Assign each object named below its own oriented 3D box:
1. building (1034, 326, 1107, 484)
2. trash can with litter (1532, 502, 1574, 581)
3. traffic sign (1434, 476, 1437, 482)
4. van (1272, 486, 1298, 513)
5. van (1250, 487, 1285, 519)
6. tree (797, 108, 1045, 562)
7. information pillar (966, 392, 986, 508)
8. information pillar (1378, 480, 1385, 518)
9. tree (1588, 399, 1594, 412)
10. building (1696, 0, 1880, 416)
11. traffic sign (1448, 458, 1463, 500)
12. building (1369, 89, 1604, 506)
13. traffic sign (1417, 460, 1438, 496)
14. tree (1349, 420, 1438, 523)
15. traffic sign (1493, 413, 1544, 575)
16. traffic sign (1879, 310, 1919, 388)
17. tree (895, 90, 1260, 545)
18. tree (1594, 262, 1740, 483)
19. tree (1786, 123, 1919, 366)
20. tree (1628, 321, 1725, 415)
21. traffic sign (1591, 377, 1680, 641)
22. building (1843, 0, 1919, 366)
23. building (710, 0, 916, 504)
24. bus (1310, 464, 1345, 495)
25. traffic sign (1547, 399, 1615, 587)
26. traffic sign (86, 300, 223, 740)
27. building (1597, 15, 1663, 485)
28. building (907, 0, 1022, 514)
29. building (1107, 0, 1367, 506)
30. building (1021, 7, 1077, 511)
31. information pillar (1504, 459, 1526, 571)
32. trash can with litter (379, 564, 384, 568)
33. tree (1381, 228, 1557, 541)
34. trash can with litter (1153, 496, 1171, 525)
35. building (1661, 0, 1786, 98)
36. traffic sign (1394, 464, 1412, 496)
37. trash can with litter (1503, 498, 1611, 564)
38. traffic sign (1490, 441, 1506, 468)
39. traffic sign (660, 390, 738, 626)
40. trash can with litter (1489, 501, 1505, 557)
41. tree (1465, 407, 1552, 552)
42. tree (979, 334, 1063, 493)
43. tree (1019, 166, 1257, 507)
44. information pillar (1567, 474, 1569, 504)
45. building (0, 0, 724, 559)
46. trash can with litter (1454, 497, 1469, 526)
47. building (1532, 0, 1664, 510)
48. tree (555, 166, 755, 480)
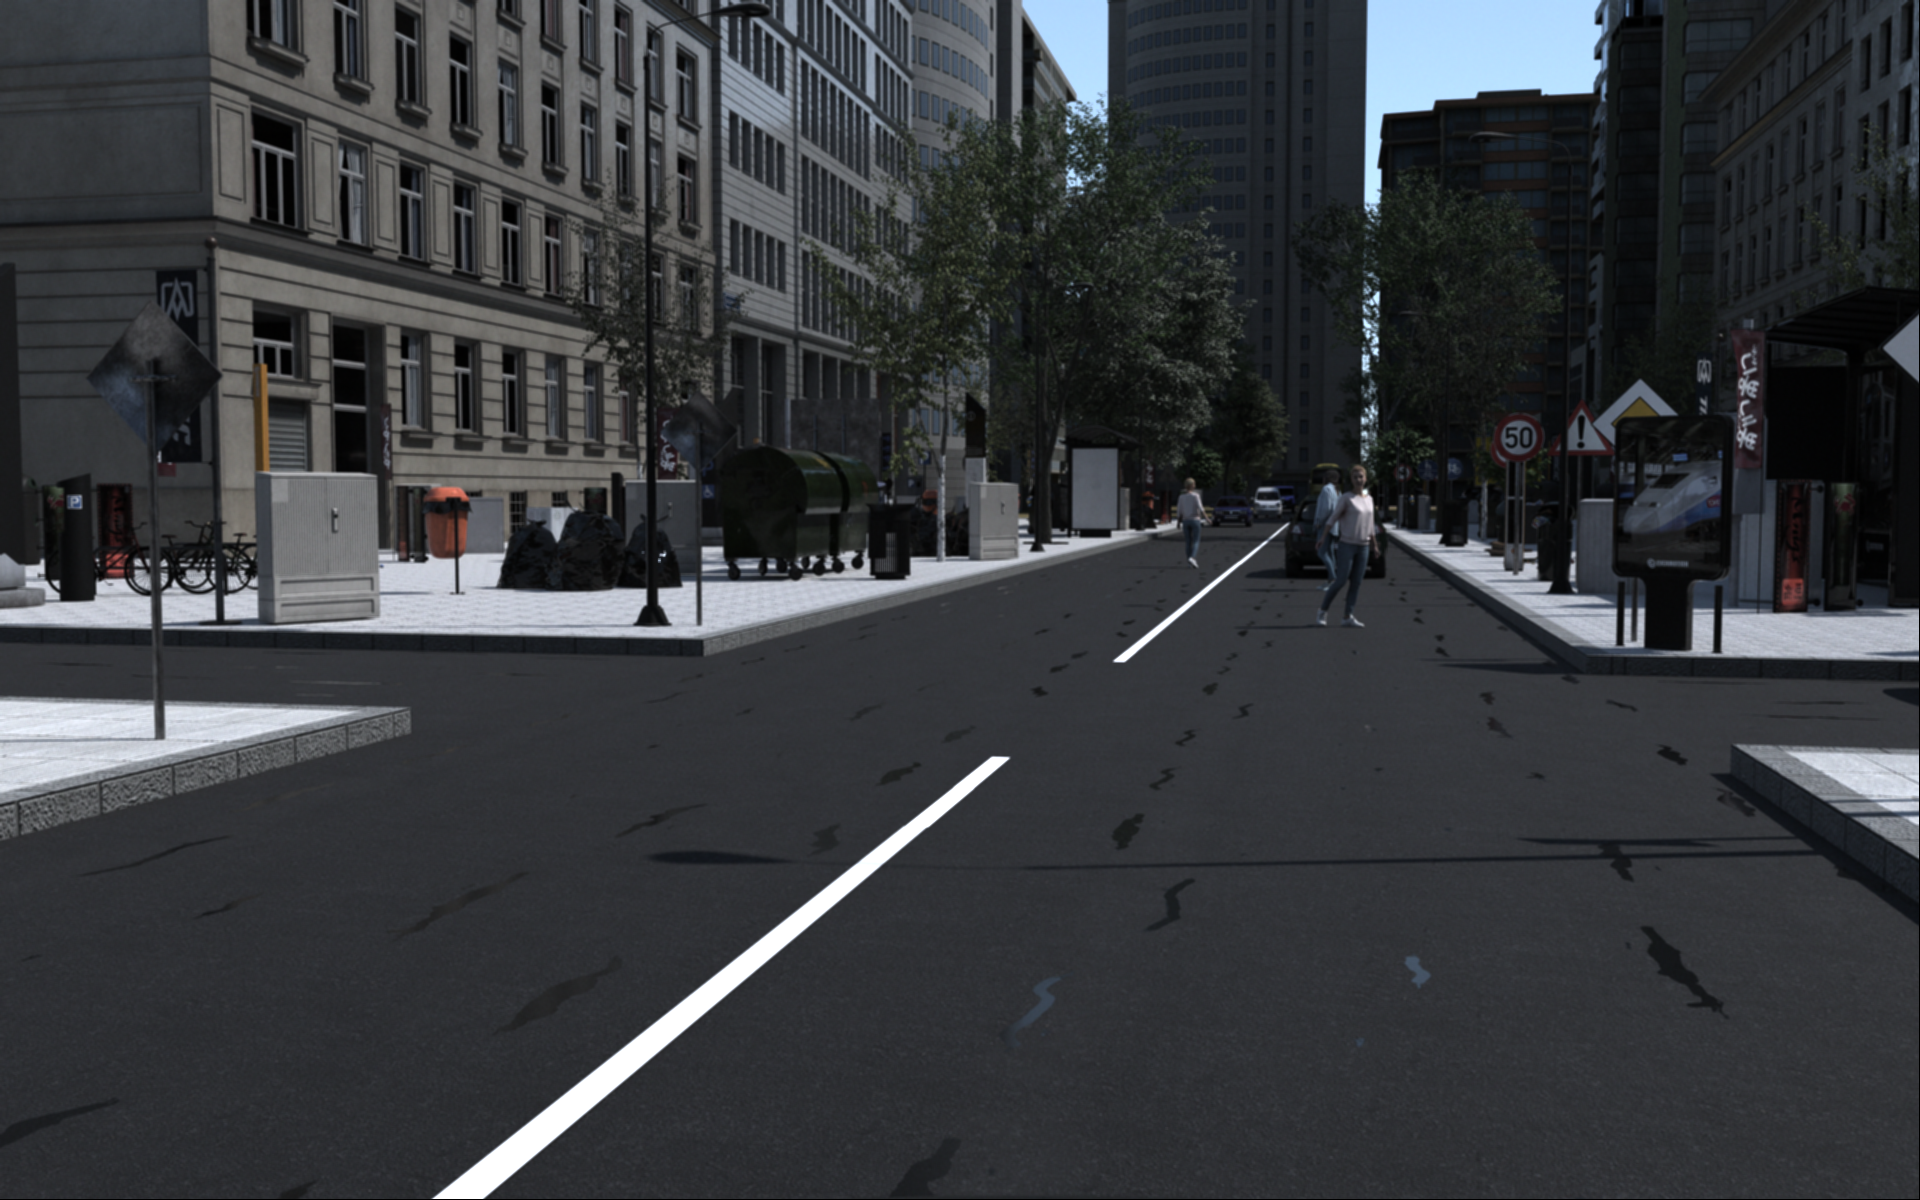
[{"bbox_3d":[3.381,-22.058,205.681,28.899,21.520,27.650,1,4,12],"label":"building"},{"bbox_3d":[8.766,-0.880,25.781,0.624,1.170,1.055,1,4,10],"label":"trash can with litter"},{"bbox_3d":[23.766,-5.227,85.563,0.768,2.556,0.104,1,4,16],"label":"traffic sign"},{"bbox_3d":[24.502,-7.776,131.525,2.240,2.365,5.245,1,4,11],"label":"van"},{"bbox_3d":[18.174,-5.827,102.275,2.013,2.044,4.112,1,4,10],"label":"van"},{"bbox_3d":[-0.589,-5.033,32.660,4.737,8.622,4.395,0,3,0],"label":"tree"},{"bbox_3d":[0.341,-2.947,39.544,0.504,3.616,0.183,2,4,27],"label":"information pillar"},{"bbox_3d":[20.882,-4.972,85.782,0.304,2.012,0.304,2,4,25],"label":"information pillar"},{"bbox_3d":[30.870,-7.834,78.442,4.737,8.622,4.395,0,3,0],"label":"tree"},{"bbox_3d":[40.937,-14.431,69.236,16.112,22.955,30.059,1,4,12],"label":"building"},{"bbox_3d":[17.392,-3.744,61.312,0.768,2.556,0.104,1,4,13],"label":"traffic sign"},{"bbox_3d":[59.156,-32.805,190.979,28.867,44.769,22.147,1,4,12],"label":"building"},{"bbox_3d":[17.270,-3.905,63.953,0.768,2.556,0.104,1,4,17],"label":"traffic sign"},{"bbox_3d":[19.430,-5.646,76.021,4.285,4.588,4.351,0,3,0],"label":"tree"},{"bbox_3d":[8.803,-1.666,27.353,0.768,2.556,0.104,1,4,13],"label":"traffic sign"},{"bbox_3d":[4.225,-0.218,7.213,0.795,2.450,0.064,1,4,12],"label":"traffic sign"},{"bbox_3d":[2.353,-7.251,44.303,9.928,11.665,9.643,0,3,0],"label":"tree"},{"bbox_3d":[23.009,-6.435,55.569,4.737,8.622,4.395,0,3,0],"label":"tree"},{"bbox_3d":[18.358,-5.073,33.300,4.737,8.622,4.395,0,3,0],"label":"tree"},{"bbox_3d":[30.098,-7.474,72.564,4.360,8.622,3.978,0,3,0],"label":"tree"},{"bbox_3d":[5.870,-0.696,15.028,0.795,2.450,0.064,1,4,12],"label":"traffic sign"},{"bbox_3d":[32.291,-11.771,47.202,10.420,20.320,16.860,1,4,12],"label":"building"},{"bbox_3d":[-10.808,-18.357,77.634,11.434,29.767,29.804,1,4,12],"label":"building"},{"bbox_3d":[29.710,-9.093,140.219,2.896,3.916,12.252,1,4,12],"label":"bus"},{"bbox_3d":[8.550,-1.462,23.900,0.884,2.594,0.081,1,4,15],"label":"traffic sign"},{"bbox_3d":[-4.181,-0.327,8.996,0.795,2.450,0.064,1,4,12],"label":"traffic sign"},{"bbox_3d":[47.026,-20.535,107.447,14.160,30.474,14.107,1,4,12],"label":"building"},{"bbox_3d":[-8.852,-34.636,108.304,21.231,58.520,28.212,1,4,12],"label":"building"},{"bbox_3d":[31.144,-40.002,196.027,28.212,58.520,21.231,1,4,12],"label":"building"},{"bbox_3d":[-3.795,-27.425,140.275,23.993,40.220,32.217,1,4,12],"label":"building"},{"bbox_3d":[9.257,-1.493,28.904,0.304,2.012,0.304,1,4,15],"label":"information pillar"},{"bbox_3d":[-10.807,-1.146,29.790,1.678,1.210,2.233,-1,4,-15],"label":"trash can with litter"},{"bbox_3d":[14.178,-5.937,47.427,4.360,8.622,3.978,0,3,0],"label":"tree"},{"bbox_3d":[8.061,-3.812,73.387,1.678,1.210,2.233,-3,4,-38],"label":"trash can with litter"},{"bbox_3d":[45.082,-25.049,93.149,14.154,41.232,14.086,1,4,12],"label":"building"},{"bbox_3d":[18.557,-4.433,72.591,0.768,2.556,0.104,1,4,16],"label":"traffic sign"},{"bbox_3d":[11.108,-1.301,32.330,2.233,1.210,1.678,0,4,1],"label":"trash can with litter"},{"bbox_3d":[11.003,-2.115,34.684,0.768,2.556,0.104,1,4,17],"label":"traffic sign"},{"bbox_3d":[-2.537,-0.805,16.811,0.795,2.450,0.064,1,4,12],"label":"traffic sign"},{"bbox_3d":[11.317,-1.489,35.736,0.624,1.170,1.055,2,4,33],"label":"trash can with litter"},{"bbox_3d":[12.352,-2.684,38.492,1.663,3.219,1.824,0,3,0],"label":"tree"},{"bbox_3d":[2.923,-7.768,77.369,4.360,8.622,3.978,0,3,0],"label":"tree"},{"bbox_3d":[6.573,-9.782,66.591,9.857,13.997,8.962,0,3,0],"label":"tree"},{"bbox_3d":[21.983,-3.581,63.036,0.304,2.012,0.304,1,4,11],"label":"information pillar"},{"bbox_3d":[-18.784,-13.193,48.986,16.112,22.955,30.059,1,4,12],"label":"building"},{"bbox_3d":[19.920,-3.541,69.289,0.624,1.170,1.055,0,4,-8],"label":"trash can with litter"},{"bbox_3d":[55.671,-49.815,127.141,22.319,86.520,31.000,1,4,12],"label":"building"},{"bbox_3d":[-7.141,-5.468,39.772,4.360,8.622,3.978,0,3,0],"label":"tree"}]
